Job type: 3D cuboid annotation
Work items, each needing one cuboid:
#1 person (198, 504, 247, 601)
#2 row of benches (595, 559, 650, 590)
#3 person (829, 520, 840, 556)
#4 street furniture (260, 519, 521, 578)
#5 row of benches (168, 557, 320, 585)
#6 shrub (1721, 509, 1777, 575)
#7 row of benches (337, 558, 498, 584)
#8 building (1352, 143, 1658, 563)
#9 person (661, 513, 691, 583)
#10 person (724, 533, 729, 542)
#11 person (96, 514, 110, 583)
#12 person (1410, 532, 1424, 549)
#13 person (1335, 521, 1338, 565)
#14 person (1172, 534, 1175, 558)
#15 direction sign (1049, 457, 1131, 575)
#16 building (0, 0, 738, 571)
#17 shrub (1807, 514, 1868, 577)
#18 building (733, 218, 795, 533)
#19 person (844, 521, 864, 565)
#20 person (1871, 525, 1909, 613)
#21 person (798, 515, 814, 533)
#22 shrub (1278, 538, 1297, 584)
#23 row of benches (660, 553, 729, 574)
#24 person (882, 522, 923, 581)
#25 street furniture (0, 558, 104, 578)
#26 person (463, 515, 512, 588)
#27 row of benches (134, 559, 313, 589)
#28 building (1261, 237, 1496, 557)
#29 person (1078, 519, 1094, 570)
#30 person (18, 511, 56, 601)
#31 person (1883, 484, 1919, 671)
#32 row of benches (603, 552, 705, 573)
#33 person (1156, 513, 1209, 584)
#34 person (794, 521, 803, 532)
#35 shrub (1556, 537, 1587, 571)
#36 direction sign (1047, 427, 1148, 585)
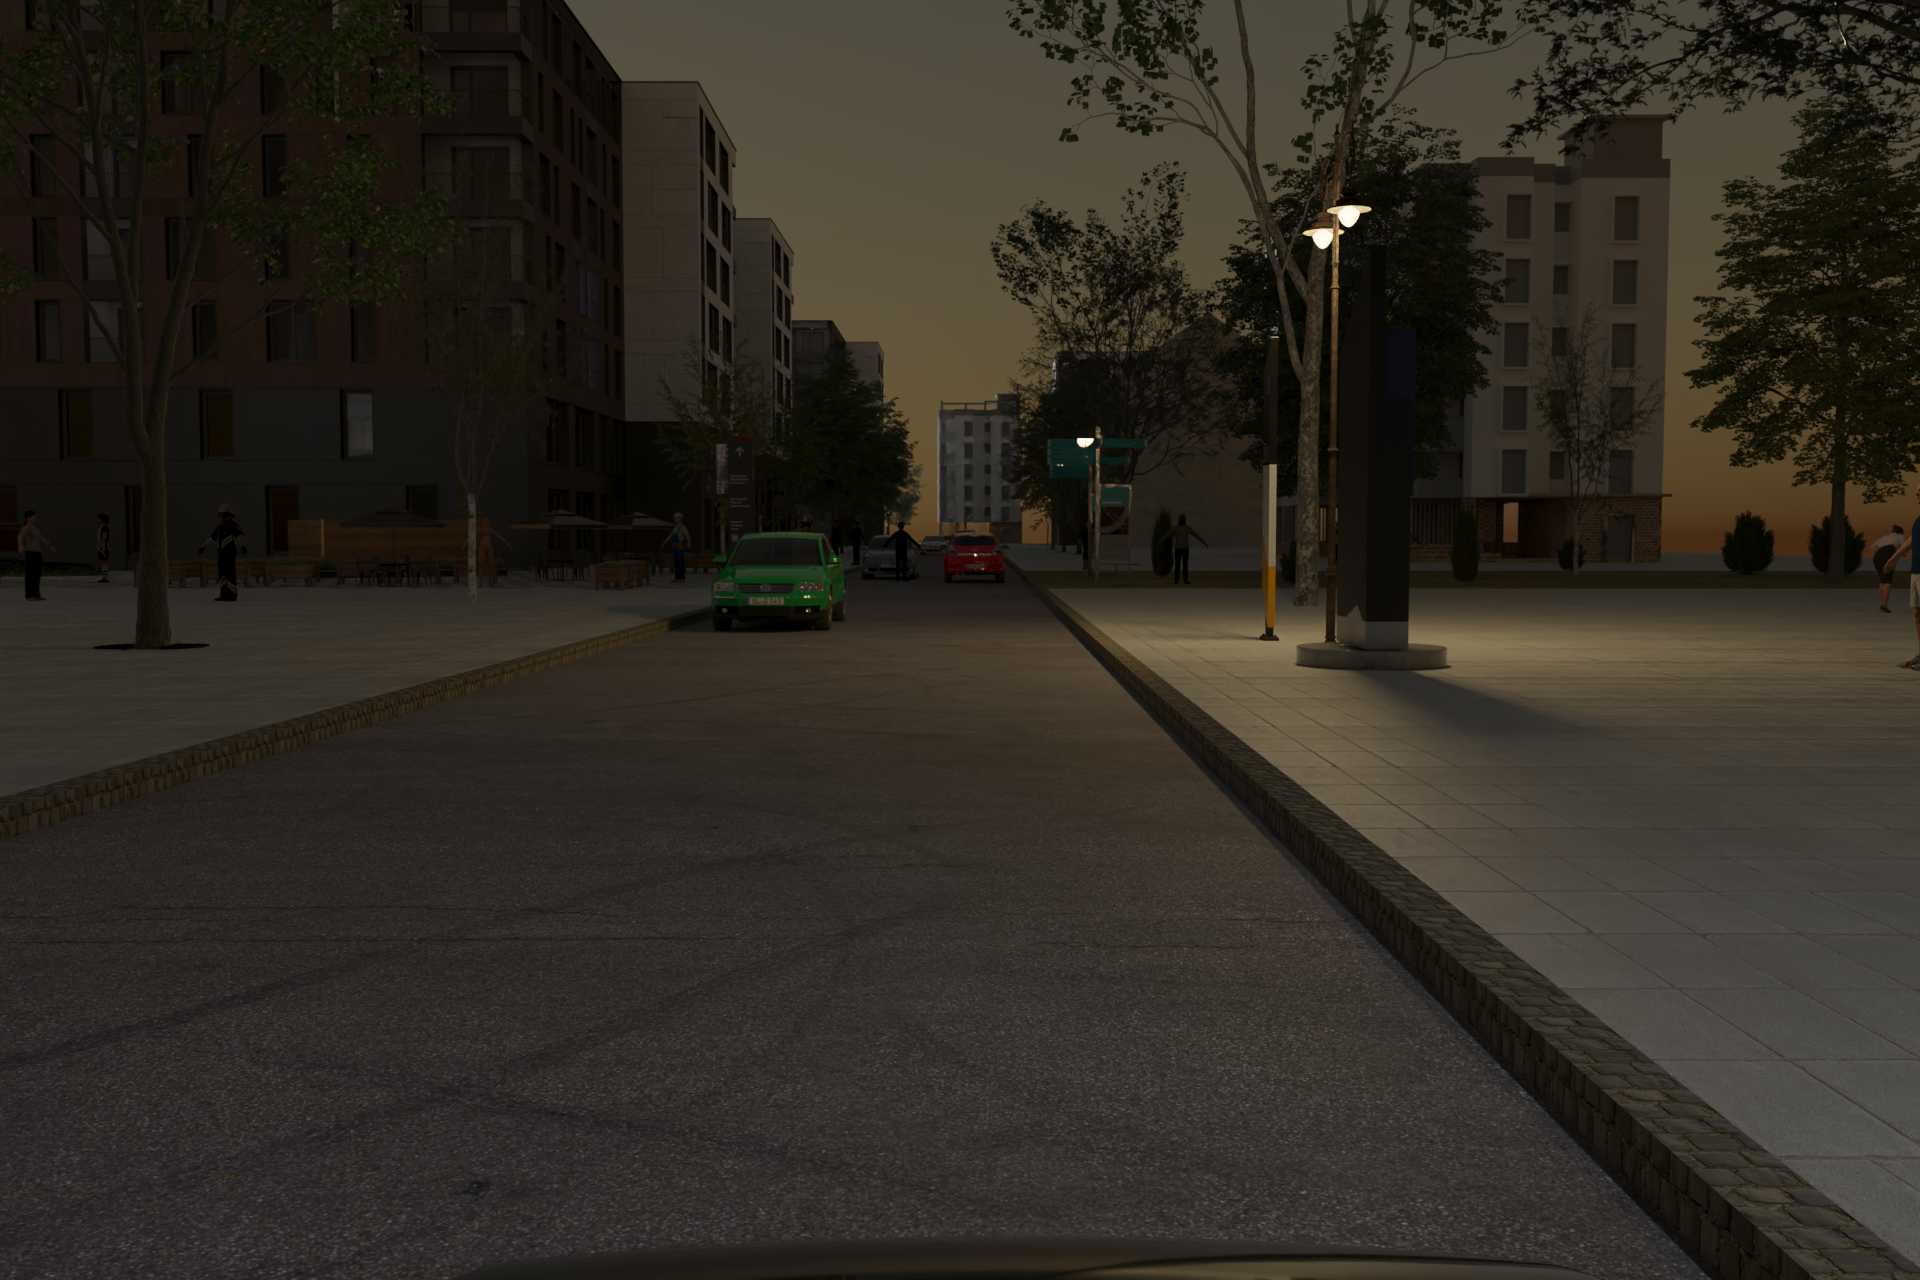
[{"bbox_3d":[-14.011,-1.662,33.034,1.351,1.845,0.704,2,4,31],"label":"person"},{"bbox_3d":[-8.057,-1.585,41.378,1.422,0.672,4.104,0,4,-1],"label":"row of benches"},{"bbox_3d":[-4.552,-3.474,63.020,0.704,1.802,1.346,0,4,7],"label":"person"},{"bbox_3d":[-18.771,-2.836,53.216,9.812,1.723,11.010,-2,4,-33],"label":"street furniture"},{"bbox_3d":[-18.625,-1.829,45.360,1.422,0.672,4.104,3,4,36],"label":"row of benches"},{"bbox_3d":[24.900,-3.100,54.726,1.661,2.075,1.752,0,3,0],"label":"shrub"},{"bbox_3d":[-13.980,-1.807,45.001,4.104,0.672,1.422,-1,4,-10],"label":"row of benches"},{"bbox_3d":[25.802,-14.314,90.452,16.016,20.090,11.380,0,4,1],"label":"building"},{"bbox_3d":[-7.437,-2.435,45.671,0.705,1.847,1.347,-3,5,-42],"label":"person"},{"bbox_3d":[-9.326,-4.023,72.242,1.216,1.772,0.721,1,4,19],"label":"person"},{"bbox_3d":[-22.655,-2.422,45.744,0.704,1.843,1.345,-2,4,-28],"label":"person"},{"bbox_3d":[11.736,-2.458,46.465,1.348,1.796,0.705,2,4,24],"label":"person"},{"bbox_3d":[15.797,-4.055,72.273,0.705,1.833,1.349,0,4,0],"label":"person"},{"bbox_3d":[8.859,-3.919,73.345,0.599,1.433,0.991,0,4,-7],"label":"person"},{"bbox_3d":[4.026,-3.936,53.117,2.525,3.948,1.411,0,4,0],"label":"direction sign"},{"bbox_3d":[-25.723,-14.210,76.301,27.936,21.610,32.646,0,4,0],"label":"building"},{"bbox_3d":[26.497,-2.931,52.346,1.690,2.028,1.600,0,3,0],"label":"shrub"},{"bbox_3d":[-26.165,-16.287,110.261,27.936,21.610,32.646,0,4,1],"label":"building"},{"bbox_3d":[-4.284,-3.984,71.080,0.705,1.837,1.347,2,4,31],"label":"person"},{"bbox_3d":[15.235,-1.167,28.318,0.628,1.438,0.799,1,4,17],"label":"person"},{"bbox_3d":[-4.555,-2.833,52.088,0.705,1.858,1.354,-1,4,-21],"label":"person"},{"bbox_3d":[8.664,-2.042,44.507,1.383,1.207,1.383,0,3,0],"label":"shrub"},{"bbox_3d":[-8.049,-2.475,55.925,4.104,0.672,1.422,2,4,32],"label":"row of benches"},{"bbox_3d":[-1.764,-2.680,52.458,1.347,1.806,0.705,1,4,21],"label":"person"},{"bbox_3d":[-30.549,-2.332,53.759,5.734,0.657,10.072,-3,4,-37],"label":"street furniture"},{"bbox_3d":[-11.339,-2.123,41.508,1.217,1.733,0.721,-3,4,-37],"label":"person"},{"bbox_3d":[-17.707,-1.619,41.937,4.104,0.672,1.422,-2,4,-30],"label":"row of benches"},{"bbox_3d":[24.313,-15.459,109.182,16.016,20.090,11.380,0,4,0],"label":"building"},{"bbox_3d":[4.622,-3.456,62.647,0.704,1.812,1.346,3,5,39],"label":"person"},{"bbox_3d":[-17.822,-1.628,33.430,0.721,1.737,1.217,0,4,1],"label":"person"},{"bbox_3d":[9.107,-0.623,16.354,0.704,1.807,1.345,0,4,7],"label":"person"},{"bbox_3d":[-10.454,-2.649,58.769,4.104,0.672,1.422,2,4,29],"label":"row of benches"},{"bbox_3d":[5.683,-2.337,44.337,1.348,1.813,0.705,0,4,-2],"label":"person"},{"bbox_3d":[-6.510,-3.950,70.767,1.347,1.806,0.705,0,4,5],"label":"person"},{"bbox_3d":[21.291,-3.009,60.311,1.383,1.207,1.383,0,3,0],"label":"shrub"},{"bbox_3d":[3.430,-3.301,42.731,2.525,3.948,1.411,0,4,0],"label":"direction sign"}]
